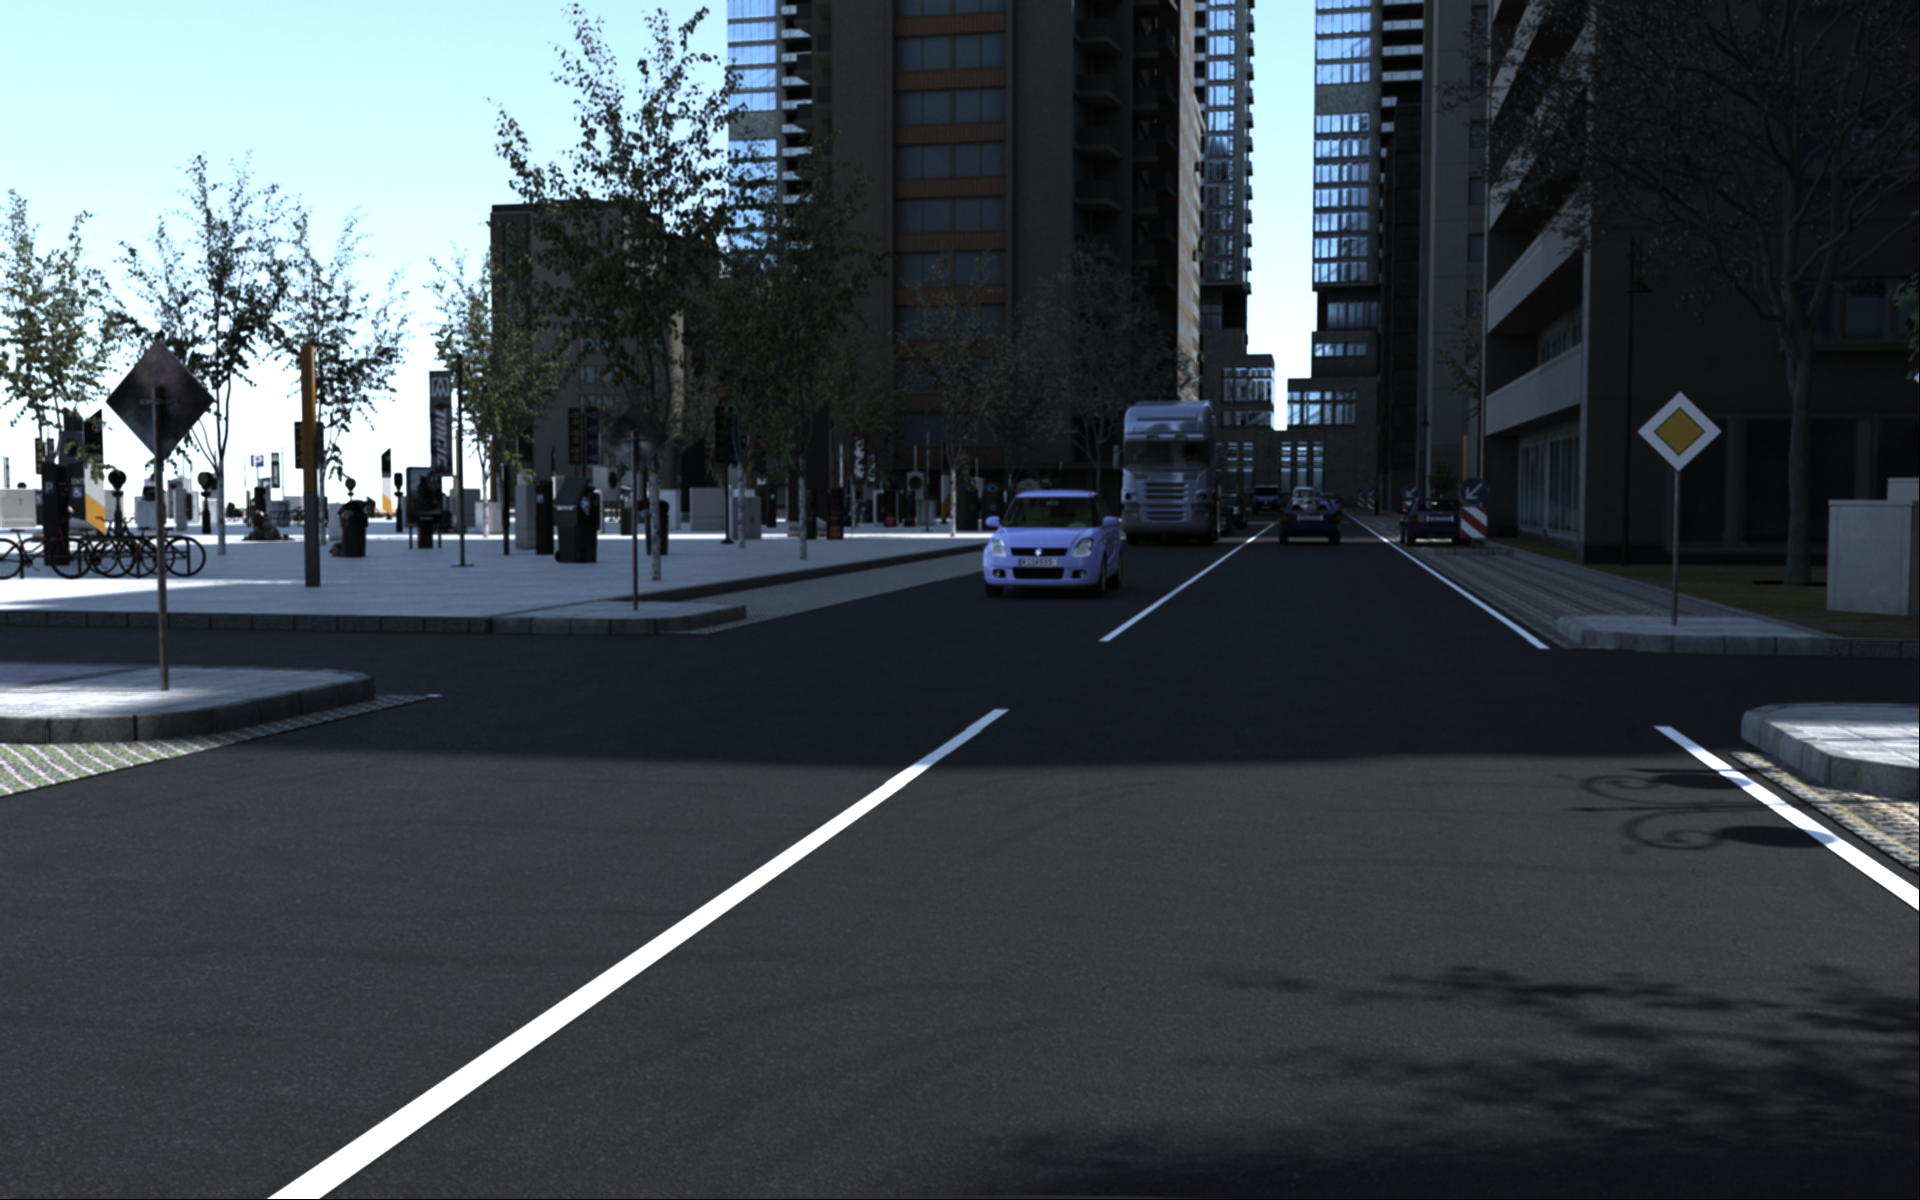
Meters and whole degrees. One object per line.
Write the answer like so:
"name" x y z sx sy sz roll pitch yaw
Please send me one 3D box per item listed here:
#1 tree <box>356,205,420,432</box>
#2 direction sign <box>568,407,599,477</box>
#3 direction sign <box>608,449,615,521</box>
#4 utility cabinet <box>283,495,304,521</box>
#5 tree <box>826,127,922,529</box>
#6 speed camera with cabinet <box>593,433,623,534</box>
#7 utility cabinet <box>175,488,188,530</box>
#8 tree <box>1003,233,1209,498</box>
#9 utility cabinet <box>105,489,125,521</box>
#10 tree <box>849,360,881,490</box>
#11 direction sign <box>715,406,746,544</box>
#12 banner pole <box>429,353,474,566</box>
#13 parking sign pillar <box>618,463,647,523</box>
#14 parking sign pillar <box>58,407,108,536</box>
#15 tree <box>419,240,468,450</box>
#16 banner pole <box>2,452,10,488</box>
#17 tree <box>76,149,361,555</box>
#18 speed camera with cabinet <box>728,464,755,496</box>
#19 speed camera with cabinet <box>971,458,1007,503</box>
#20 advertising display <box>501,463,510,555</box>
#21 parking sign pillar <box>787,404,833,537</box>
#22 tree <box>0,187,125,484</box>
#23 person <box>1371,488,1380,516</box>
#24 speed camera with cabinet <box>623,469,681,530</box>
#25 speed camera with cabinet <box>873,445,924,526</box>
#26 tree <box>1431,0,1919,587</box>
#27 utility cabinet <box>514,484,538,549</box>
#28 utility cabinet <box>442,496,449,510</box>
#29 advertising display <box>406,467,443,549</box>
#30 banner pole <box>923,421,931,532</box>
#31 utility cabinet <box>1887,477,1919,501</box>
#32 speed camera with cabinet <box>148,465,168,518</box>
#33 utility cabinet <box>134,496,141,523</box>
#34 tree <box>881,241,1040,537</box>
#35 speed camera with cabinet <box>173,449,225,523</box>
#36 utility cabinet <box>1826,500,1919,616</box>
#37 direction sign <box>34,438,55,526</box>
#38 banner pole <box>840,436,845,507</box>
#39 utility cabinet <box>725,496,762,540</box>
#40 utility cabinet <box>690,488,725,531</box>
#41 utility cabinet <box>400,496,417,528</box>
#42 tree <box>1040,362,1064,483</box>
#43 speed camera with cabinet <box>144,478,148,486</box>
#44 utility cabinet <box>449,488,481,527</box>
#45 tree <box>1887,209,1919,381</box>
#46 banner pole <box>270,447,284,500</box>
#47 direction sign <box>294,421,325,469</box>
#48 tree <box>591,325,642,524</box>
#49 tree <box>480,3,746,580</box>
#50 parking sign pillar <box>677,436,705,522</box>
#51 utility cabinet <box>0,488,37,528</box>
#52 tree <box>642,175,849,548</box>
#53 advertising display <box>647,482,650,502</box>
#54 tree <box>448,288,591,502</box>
"tree" -15.819 -5.693 43.440 4.360 8.622 3.978 0 3 0
"direction sign" -9.869 -3.270 45.465 0.876 3.537 0.379 1 4 18
"direction sign" -16.410 -5.472 81.468 0.379 3.537 0.876 0 4 -1
"utility cabinet" -31.760 -4.370 82.609 1.020 1.237 0.306 1 4 19
"tree" -3.325 -5.103 33.799 4.737 8.622 4.395 0 3 0
"speed camera with cabinet" -11.638 -3.728 55.296 0.660 3.252 2.038 1 4 16
"utility cabinet" -27.309 -3.187 60.780 0.318 1.500 1.173 -1 4 -21
"tree" 6.527 -10.525 82.455 12.009 13.543 11.850 0 3 0
"utility cabinet" -40.154 -4.479 81.909 1.173 1.500 0.318 0 4 -2
"tree" -4.272 -8.763 93.629 4.360 8.622 3.978 0 3 0
"direction sign" -6.020 -3.224 44.706 0.379 3.537 0.876 2 4 32
"banner pole" -9.087 -2.496 30.829 0.863 3.779 0.401 1 4 18
"parking sign pillar" -14.464 -5.405 76.844 1.447 3.967 1.447 2 4 29
"parking sign pillar" -26.973 -3.956 53.159 1.447 3.967 1.447 1 4 13
"tree" -13.745 -6.129 50.572 4.737 8.622 4.395 0 3 0
"banner pole" -56.490 -6.884 102.576 0.863 3.779 0.401 2 4 31
"tree" -15.897 -5.273 36.581 4.360 8.622 3.978 0 3 0
"speed camera with cabinet" -7.427 -3.938 58.730 0.660 3.252 2.038 -1 4 -19
"speed camera with cabinet" 1.637 -6.134 94.630 2.038 3.252 0.660 1 4 14
"advertising display" -9.631 -1.926 36.706 0.123 1.923 0.974 -1 4 -17
"parking sign pillar" -4.510 -3.902 52.263 1.447 3.967 1.447 1 4 13
"tree" -22.021 -5.588 41.727 4.737 8.622 4.395 0 3 0
"person" 27.516 -6.483 114.515 0.705 1.823 1.348 0 4 -8
"speed camera with cabinet" -11.129 -4.163 62.406 2.038 3.252 0.660 0 4 4
"speed camera with cabinet" -2.479 -4.627 69.984 2.038 3.252 0.660 0 4 1
"tree" 11.807 -6.962 24.205 12.009 13.543 11.850 0 3 0
"utility cabinet" -10.086 -1.946 40.501 0.318 1.500 1.173 0 4 4
"utility cabinet" -20.343 -3.439 67.394 1.020 1.237 0.306 1 4 14
"advertising display" -12.652 -2.185 40.933 0.123 1.923 0.974 2 4 33
"banner pole" -1.099 -4.228 59.140 0.401 3.779 0.863 0 4 -6
"utility cabinet" 12.839 -0.886 23.168 0.318 1.500 1.173 0 4 2
"speed camera with cabinet" -42.920 -6.108 94.195 2.038 3.252 0.660 1 4 15
"utility cabinet" -35.693 -3.956 75.843 1.020 1.237 0.306 2 4 24
"tree" 0.031 -6.177 51.351 4.360 8.622 3.978 0 3 0
"speed camera with cabinet" -33.522 -5.011 76.267 2.038 3.252 0.660 -1 4 -14
"utility cabinet" 9.912 -0.462 18.708 0.306 1.237 1.020 -2 4 -25
"direction sign" -36.836 -4.758 69.786 0.379 3.537 0.876 2 4 24
"banner pole" -5.071 -5.177 74.668 0.401 3.779 0.863 -1 4 -19
"utility cabinet" -6.087 -2.310 48.932 0.306 1.237 1.020 3 5 45
"utility cabinet" -8.744 -3.139 59.994 1.173 1.500 0.318 -1 4 -18
"utility cabinet" -21.020 -3.359 66.084 0.306 1.237 1.020 1 4 10
"tree" 2.101 -7.302 69.751 4.360 8.622 3.978 0 3 0
"speed camera with cabinet" -44.216 -6.225 96.115 0.660 3.252 2.038 2 4 28
"utility cabinet" -19.284 -3.596 67.468 1.173 1.500 0.318 -3 5 -40
"tree" 9.958 -1.927 15.215 4.285 4.588 4.351 0 3 0
"banner pole" -36.055 -6.217 91.667 0.401 3.779 0.863 3 5 44
"direction sign" -20.301 -3.799 54.109 0.876 3.537 0.379 -2 4 -29
"tree" -14.031 -7.536 73.578 4.360 8.622 3.978 0 3 0
"tree" -4.758 -4.595 25.484 4.737 8.622 4.395 0 3 0
"parking sign pillar" -12.355 -5.570 79.545 1.447 3.967 1.447 -3 5 -43
"utility cabinet" -35.706 -3.484 65.644 1.173 1.500 0.318 -3 4 -37
"tree" -4.945 -5.536 40.874 4.360 8.622 3.978 0 3 0
"advertising display" -16.459 -5.250 91.059 0.123 1.923 0.974 -2 4 -30
"tree" -16.430 -6.846 62.288 4.360 8.622 3.978 0 3 0
